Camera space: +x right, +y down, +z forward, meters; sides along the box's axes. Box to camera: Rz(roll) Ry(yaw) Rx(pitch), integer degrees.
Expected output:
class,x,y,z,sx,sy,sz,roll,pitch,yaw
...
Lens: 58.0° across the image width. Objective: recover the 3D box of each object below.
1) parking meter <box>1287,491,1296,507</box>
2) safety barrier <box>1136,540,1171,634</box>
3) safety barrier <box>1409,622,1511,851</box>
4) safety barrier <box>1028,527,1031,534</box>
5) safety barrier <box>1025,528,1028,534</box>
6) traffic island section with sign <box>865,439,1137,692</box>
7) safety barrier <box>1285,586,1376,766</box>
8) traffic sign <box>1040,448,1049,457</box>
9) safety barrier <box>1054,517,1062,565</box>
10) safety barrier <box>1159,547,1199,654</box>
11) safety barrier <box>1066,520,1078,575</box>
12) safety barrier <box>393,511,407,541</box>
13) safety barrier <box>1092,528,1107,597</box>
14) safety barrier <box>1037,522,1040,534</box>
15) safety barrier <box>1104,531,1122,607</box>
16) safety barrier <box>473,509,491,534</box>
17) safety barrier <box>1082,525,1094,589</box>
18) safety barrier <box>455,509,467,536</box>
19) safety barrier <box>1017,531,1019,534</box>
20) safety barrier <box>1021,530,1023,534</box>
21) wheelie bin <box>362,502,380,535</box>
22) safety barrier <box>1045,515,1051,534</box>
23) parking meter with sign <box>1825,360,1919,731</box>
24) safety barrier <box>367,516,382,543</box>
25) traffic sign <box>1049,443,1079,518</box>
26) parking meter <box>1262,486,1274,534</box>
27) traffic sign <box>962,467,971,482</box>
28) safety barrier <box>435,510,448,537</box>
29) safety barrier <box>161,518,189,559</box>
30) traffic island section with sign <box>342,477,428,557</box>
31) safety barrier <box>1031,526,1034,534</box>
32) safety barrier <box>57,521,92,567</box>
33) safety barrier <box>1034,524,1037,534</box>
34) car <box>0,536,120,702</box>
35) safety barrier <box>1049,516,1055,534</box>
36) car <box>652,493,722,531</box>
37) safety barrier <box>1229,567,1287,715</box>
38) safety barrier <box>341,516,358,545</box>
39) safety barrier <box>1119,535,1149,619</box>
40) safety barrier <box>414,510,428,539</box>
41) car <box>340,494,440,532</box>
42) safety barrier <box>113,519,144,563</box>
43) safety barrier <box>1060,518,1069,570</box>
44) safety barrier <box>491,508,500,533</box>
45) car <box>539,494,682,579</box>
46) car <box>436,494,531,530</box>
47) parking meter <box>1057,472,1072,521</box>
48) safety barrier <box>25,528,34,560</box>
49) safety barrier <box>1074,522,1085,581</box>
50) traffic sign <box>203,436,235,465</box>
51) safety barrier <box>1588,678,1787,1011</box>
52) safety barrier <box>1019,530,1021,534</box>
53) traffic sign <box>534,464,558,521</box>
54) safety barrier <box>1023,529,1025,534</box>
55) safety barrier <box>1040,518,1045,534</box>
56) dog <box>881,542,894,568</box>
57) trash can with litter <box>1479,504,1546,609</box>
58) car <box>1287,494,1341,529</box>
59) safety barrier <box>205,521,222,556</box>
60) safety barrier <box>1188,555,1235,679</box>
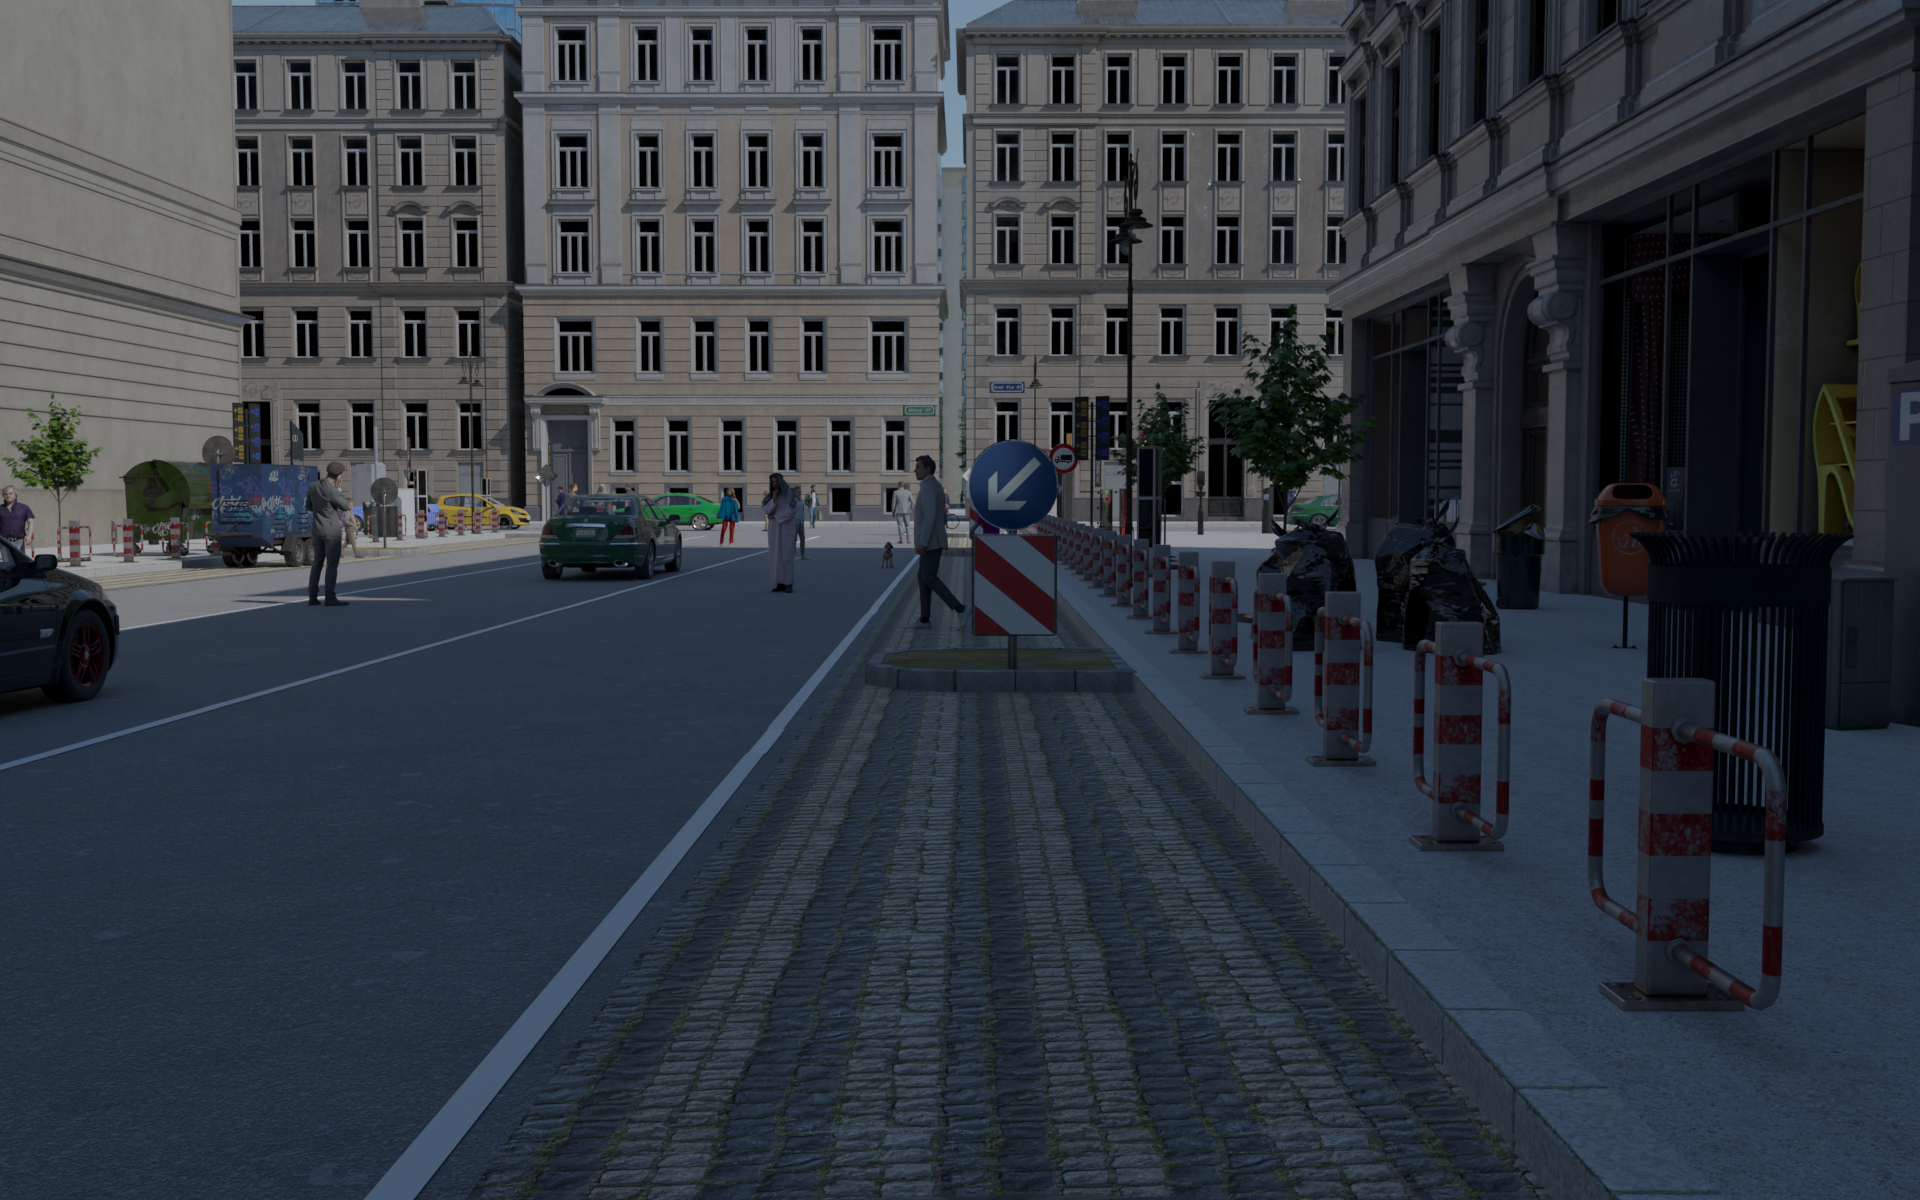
class,x,y,z,sx,sy,sz,roll,pitch,yaw
parking meter,14.959,-4.265,78.147,0.372,1.533,0.369,0,3,0
safety barrier,1.851,-0.099,15.898,0.300,0.817,1.120,0,4,0
safety barrier,1.803,0.489,6.275,0.300,0.817,1.120,0,4,0
safety barrier,1.987,-1.862,44.715,0.300,0.817,1.120,0,4,0
safety barrier,1.997,-1.980,46.643,0.300,0.817,1.120,0,4,0
traffic island section with sign,0.285,-0.290,13.368,1.989,1.847,2.006,0,4,0
safety barrier,1.810,0.371,8.213,0.300,0.817,1.120,0,4,0
traffic sign,2.101,-2.897,47.469,0.768,2.556,0.104,1,4,9
safety barrier,1.921,-1.039,31.262,0.300,0.817,1.120,0,4,0
safety barrier,1.841,0.019,13.969,0.300,0.817,1.120,0,4,0
safety barrier,1.906,-0.804,27.427,0.300,0.817,1.120,0,4,0
safety barrier,-15.430,-2.042,47.661,0.300,0.817,1.120,0,4,0
safety barrier,1.879,-0.452,21.660,0.300,0.817,1.120,0,4,0
safety barrier,1.963,-1.509,38.950,0.300,0.817,1.120,0,4,0
safety barrier,1.869,-0.334,19.736,0.300,0.817,1.120,0,4,0
safety barrier,-15.392,-2.512,55.343,0.300,0.817,1.120,0,4,0
safety barrier,1.886,-0.569,23.577,0.300,0.817,1.120,0,4,0
safety barrier,-15.404,-2.395,53.426,0.300,0.817,1.120,0,4,0
safety barrier,2.036,-2.450,54.328,0.300,0.817,1.120,0,4,0
safety barrier,2.020,-2.214,50.478,0.300,0.817,1.120,0,4,0
wheelie bin,-18.280,-2.827,54.136,0.693,1.594,0.980,0,4,-4
safety barrier,1.941,-1.274,35.112,0.300,0.817,1.120,0,4,0
parking meter with sign,5.547,-0.817,9.625,1.738,3.016,0.543,-1,4,-14
safety barrier,-15.440,-1.925,45.745,0.300,0.817,1.120,0,4,0
traffic sign,2.612,-2.662,43.625,0.768,2.556,0.104,1,4,10
parking meter,9.972,-2.918,56.127,0.372,1.533,0.369,0,3,0
traffic sign,0.457,-3.302,57.638,0.795,2.450,0.064,0,4,0
safety barrier,-15.414,-2.277,51.500,0.300,0.817,1.120,0,4,0
safety barrier,-15.495,-1.219,34.209,0.300,0.817,1.120,0,4,0
traffic island section with sign,-13.568,-1.943,40.399,1.989,1.847,2.006,0,4,0
safety barrier,1.982,-1.744,42.796,0.300,0.817,1.120,0,4,0
safety barrier,-15.519,-0.984,30.364,0.300,0.817,1.120,0,4,0
safety barrier,1.971,-1.627,40.879,0.300,0.817,1.120,0,4,0
car,-6.883,-0.059,10.750,2.009,1.686,4.222,0,4,0
safety barrier,1.933,-1.157,33.196,0.300,0.817,1.120,0,4,0
car,-11.455,-3.635,68.232,4.718,1.807,1.959,0,4,2
safety barrier,1.825,0.253,10.134,0.300,0.817,1.120,0,4,0
safety barrier,-15.448,-1.806,43.811,0.300,0.817,1.120,0,4,0
safety barrier,1.861,-0.216,17.815,0.300,0.817,1.120,0,4,0
safety barrier,-15.421,-2.159,49.578,0.300,0.817,1.120,0,4,0
car,-21.683,-3.447,65.949,3.694,1.707,1.945,0,4,2
safety barrier,-15.504,-1.102,32.285,0.300,0.817,1.120,0,4,0
safety barrier,1.915,-0.922,29.345,0.300,0.817,1.120,0,4,0
safety barrier,-15.387,-2.630,57.274,0.300,0.817,1.120,0,4,0
car,-6.091,-1.147,30.544,2.131,1.459,4.920,0,4,0
car,-19.391,-3.653,69.948,3.980,1.641,2.015,0,3,0
parking meter,2.679,-2.371,44.484,0.255,1.863,0.399,-2,4,-30
safety barrier,-15.522,-0.867,28.447,0.300,0.817,1.120,0,4,0
safety barrier,1.897,-0.687,25.510,0.300,0.817,1.120,0,4,0
traffic sign,-16.137,-2.299,37.690,0.768,2.556,0.104,0,4,8
safety barrier,1.795,0.607,4.353,0.300,0.817,1.120,0,4,0
safety barrier,2.027,-2.331,52.395,0.300,0.817,1.120,0,4,0
traffic sign,-13.787,-3.308,57.727,0.795,2.450,0.064,0,4,0
safety barrier,2.005,-2.097,48.560,0.300,0.817,1.120,0,4,0
safety barrier,1.950,-1.392,37.029,0.300,0.817,1.120,0,4,0
dog,-1.402,-0.874,33.573,0.406,0.507,0.540,-3,4,-36
trash can with litter,6.012,-0.492,19.427,1.055,1.170,0.624,2,4,24
car,14.965,-3.351,66.579,4.920,1.459,2.131,0,4,-1
safety barrier,-15.487,-1.337,36.138,0.300,0.817,1.120,0,4,0
safety barrier,1.828,0.136,12.052,0.300,0.817,1.120,0,4,0
